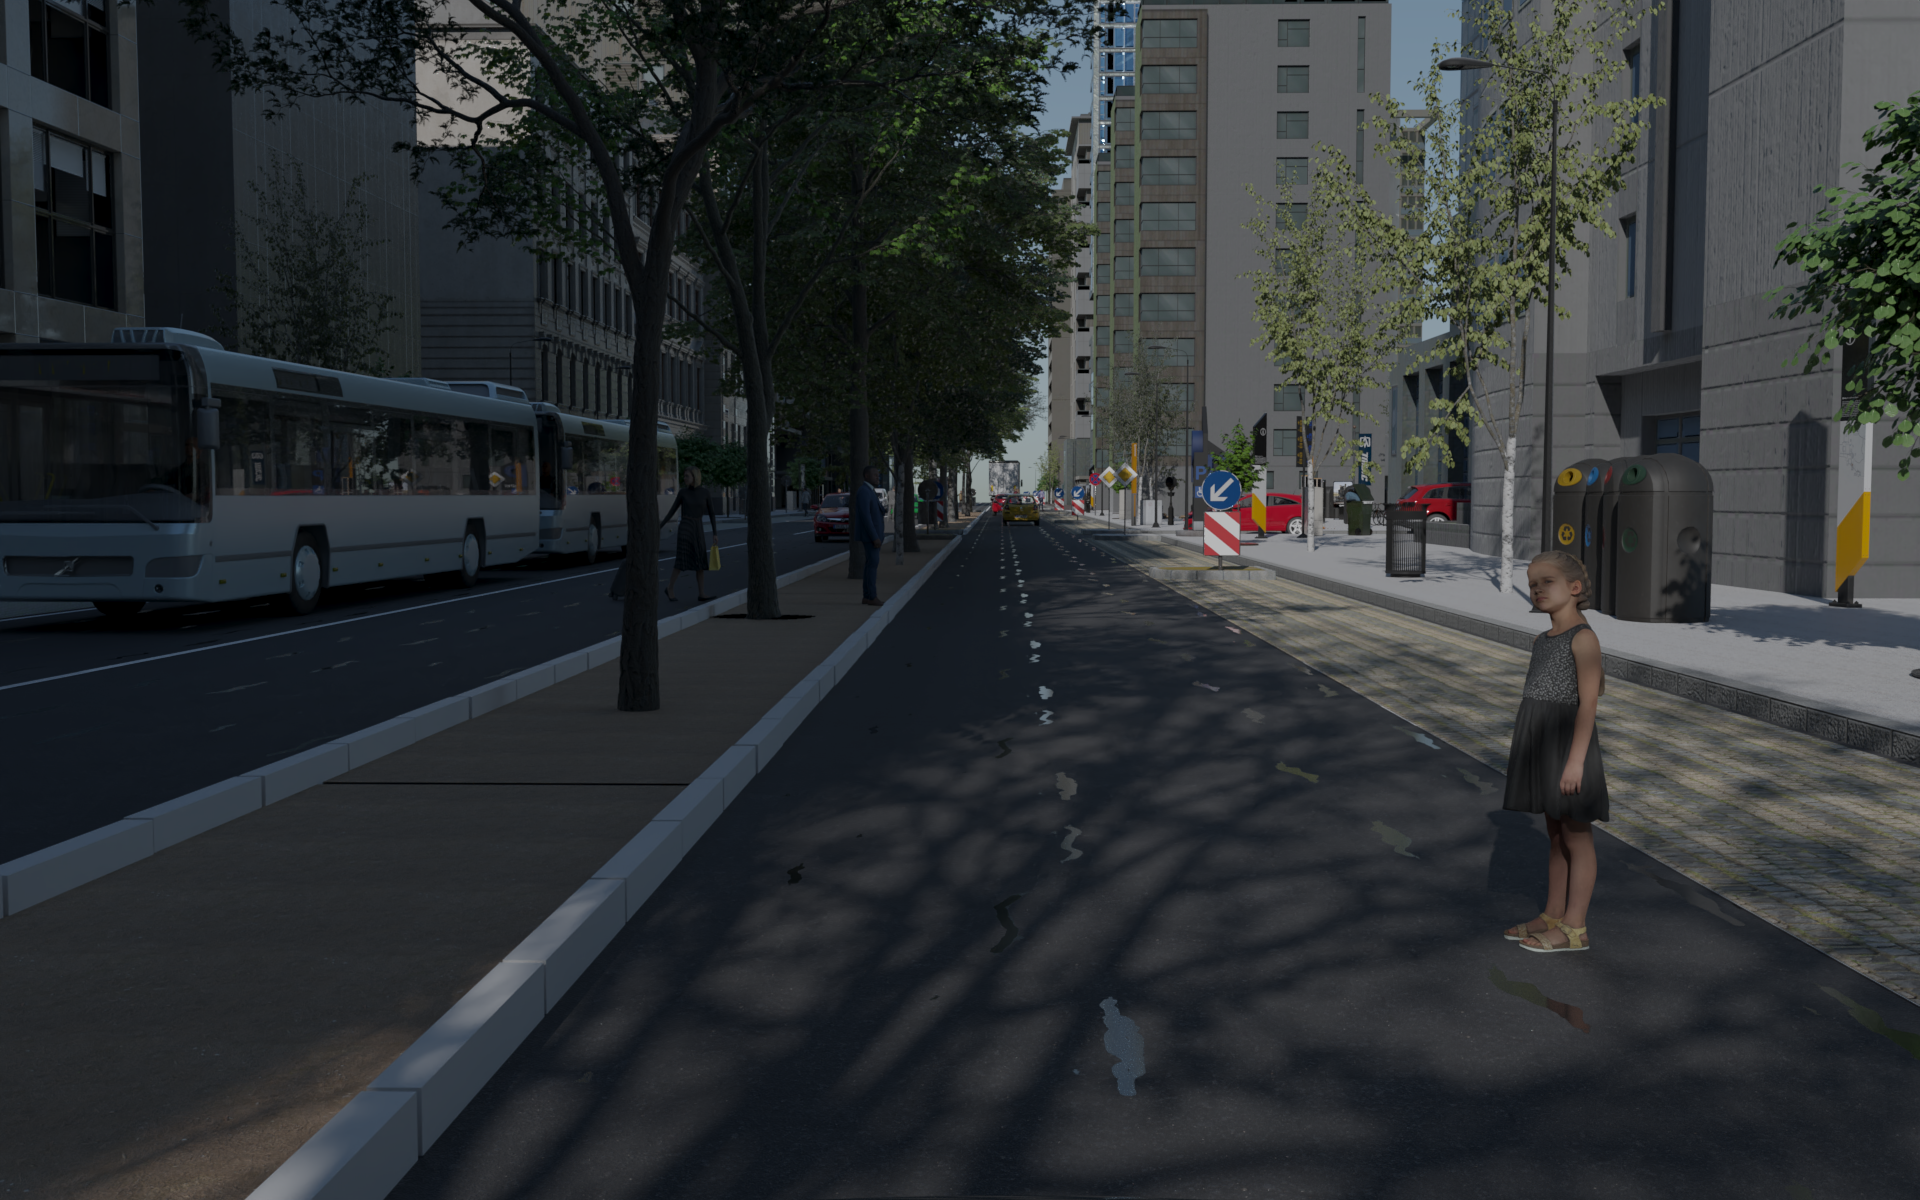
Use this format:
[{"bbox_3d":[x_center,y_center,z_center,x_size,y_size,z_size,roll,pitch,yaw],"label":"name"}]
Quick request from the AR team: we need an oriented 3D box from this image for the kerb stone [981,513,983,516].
[{"bbox_3d":[1.154,-4.890,102.148,0.120,0.150,1.000,0,4,1],"label":"kerb stone"}]

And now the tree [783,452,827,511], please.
[{"bbox_3d":[-11.796,-9.078,132.141,4.285,4.588,4.351,0,3,0],"label":"tree"}]

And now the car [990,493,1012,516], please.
[{"bbox_3d":[3.061,-6.474,114.895,2.155,1.783,4.494,0,4,3],"label":"car"}]

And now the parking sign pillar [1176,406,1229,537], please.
[{"bbox_3d":[7.299,-3.925,52.654,1.447,3.967,1.447,0,4,6],"label":"parking sign pillar"}]

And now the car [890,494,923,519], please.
[{"bbox_3d":[-3.074,-5.546,99.475,1.959,1.807,4.718,0,3,0],"label":"car"}]

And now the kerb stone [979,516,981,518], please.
[{"bbox_3d":[0.887,-4.199,90.881,0.120,0.150,1.000,0,4,1],"label":"kerb stone"}]

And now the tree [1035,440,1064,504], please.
[{"bbox_3d":[12.138,-17.176,231.183,4.737,8.622,4.395,0,3,0],"label":"tree"}]

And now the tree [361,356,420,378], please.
[{"bbox_3d":[-13.819,-3.531,41.444,4.285,4.588,4.351,0,3,0],"label":"tree"}]

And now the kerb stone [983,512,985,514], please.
[{"bbox_3d":[1.328,-5.326,109.316,0.120,0.150,1.000,0,4,1],"label":"kerb stone"}]

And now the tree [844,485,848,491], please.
[{"bbox_3d":[-11.251,-11.911,189.339,1.663,3.219,1.824,0,3,0],"label":"tree"}]

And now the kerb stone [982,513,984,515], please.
[{"bbox_3d":[1.207,-5.015,104.194,0.120,0.150,1.000,0,4,1],"label":"kerb stone"}]

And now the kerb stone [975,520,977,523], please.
[{"bbox_3d":[0.582,-3.448,78.576,0.120,0.150,1.000,0,4,1],"label":"kerb stone"}]

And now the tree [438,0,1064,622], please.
[{"bbox_3d":[-2.364,-5.590,19.613,9.928,11.665,9.643,0,3,0],"label":"tree"}]

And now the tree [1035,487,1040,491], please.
[{"bbox_3d":[13.304,-18.034,289.460,1.663,3.219,1.824,0,3,0],"label":"tree"}]

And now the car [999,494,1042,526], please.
[{"bbox_3d":[2.794,-4.245,79.623,2.015,1.641,3.980,0,4,1],"label":"car"}]

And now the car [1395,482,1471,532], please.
[{"bbox_3d":[17.014,-2.966,57.174,5.304,1.827,2.281,0,4,1],"label":"car"}]

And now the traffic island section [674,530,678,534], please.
[{"bbox_3d":[-11.150,-2.476,62.758,2.009,0.180,2.903,0,4,1],"label":"traffic island section"}]

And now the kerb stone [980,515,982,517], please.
[{"bbox_3d":[1.005,-4.513,96.011,0.120,0.150,1.000,0,4,1],"label":"kerb stone"}]

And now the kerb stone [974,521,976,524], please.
[{"bbox_3d":[0.508,-3.261,75.506,0.120,0.150,1.000,0,4,1],"label":"kerb stone"}]

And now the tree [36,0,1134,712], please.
[{"bbox_3d":[-2.156,-4.521,10.789,8.767,10.594,7.601,0,4,1],"label":"tree"}]

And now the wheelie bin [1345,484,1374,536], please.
[{"bbox_3d":[12.314,-2.789,53.516,0.980,1.594,0.693,-3,5,-42],"label":"wheelie bin"}]

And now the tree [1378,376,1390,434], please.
[{"bbox_3d":[24.554,-8.739,93.239,4.360,8.622,3.978,0,3,0],"label":"tree"}]

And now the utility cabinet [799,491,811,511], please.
[{"bbox_3d":[-11.320,-7.191,126.257,0.318,1.500,1.173,2,4,25],"label":"utility cabinet"}]

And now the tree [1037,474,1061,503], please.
[{"bbox_3d":[12.231,-15.540,237.784,4.285,4.588,4.351,0,3,0],"label":"tree"}]

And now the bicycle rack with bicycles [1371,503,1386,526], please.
[{"bbox_3d":[17.385,-3.471,70.129,2.925,0.926,2.852,-1,4,-10],"label":"bicycle rack with bicycles"}]

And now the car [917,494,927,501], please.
[{"bbox_3d":[-4.259,-11.166,194.365,2.131,1.459,4.920,0,4,1],"label":"car"}]

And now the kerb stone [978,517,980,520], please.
[{"bbox_3d":[0.806,-4.010,87.806,0.120,0.150,1.000,0,4,1],"label":"kerb stone"}]

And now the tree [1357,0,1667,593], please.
[{"bbox_3d":[6.985,-4.414,22.532,4.737,8.622,4.395,0,3,0],"label":"tree"}]

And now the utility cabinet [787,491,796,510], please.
[{"bbox_3d":[-13.144,-7.751,135.401,0.318,1.500,1.173,-2,4,-28],"label":"utility cabinet"}]

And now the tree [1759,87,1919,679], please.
[{"bbox_3d":[7.343,-1.721,11.846,4.285,4.588,4.351,0,3,0],"label":"tree"}]

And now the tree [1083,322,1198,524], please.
[{"bbox_3d":[7.620,-7.581,74.317,4.360,8.622,3.978,0,3,0],"label":"tree"}]

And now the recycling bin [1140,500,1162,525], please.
[{"bbox_3d":[7.877,-3.600,71.414,0.722,1.027,0.722,-1,4,-17],"label":"recycling bin"}]

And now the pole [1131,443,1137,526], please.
[{"bbox_3d":[6.979,-4.624,69.449,0.158,3.312,0.155,0,3,0],"label":"pole"}]

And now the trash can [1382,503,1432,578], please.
[{"bbox_3d":[6.874,-0.920,26.692,0.748,1.137,0.748,0,3,0],"label":"trash can"}]

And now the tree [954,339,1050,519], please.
[{"bbox_3d":[0.461,-12.045,109.770,12.009,13.543,11.850,0,3,0],"label":"tree"}]

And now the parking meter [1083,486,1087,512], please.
[{"bbox_3d":[9.106,-7.317,125.343,0.399,1.863,0.255,-2,4,-25],"label":"parking meter"}]

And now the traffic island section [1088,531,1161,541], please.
[{"bbox_3d":[5.194,-1.963,54.373,2.009,0.180,2.903,0,4,1],"label":"traffic island section"}]

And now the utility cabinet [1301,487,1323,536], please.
[{"bbox_3d":[10.853,-2.730,53.312,0.318,1.500,1.173,0,4,-7],"label":"utility cabinet"}]

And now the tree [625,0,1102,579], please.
[{"bbox_3d":[-1.583,-6.592,28.358,7.486,12.596,7.792,0,3,0],"label":"tree"}]

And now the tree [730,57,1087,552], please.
[{"bbox_3d":[-1.322,-8.137,42.145,9.857,13.997,8.962,0,3,0],"label":"tree"}]

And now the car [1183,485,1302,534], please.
[{"bbox_3d":[9.674,-2.977,57.711,4.494,1.783,2.155,0,4,2],"label":"car"}]

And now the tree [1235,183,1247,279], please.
[{"bbox_3d":[7.940,-5.373,38.211,4.737,8.622,4.395,0,3,0],"label":"tree"}]

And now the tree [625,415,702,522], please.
[{"bbox_3d":[-13.314,-5.288,70.174,4.285,4.588,4.351,0,3,0],"label":"tree"}]

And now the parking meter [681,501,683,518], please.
[{"bbox_3d":[-13.320,-4.611,83.806,0.372,1.533,0.369,0,3,0],"label":"parking meter"}]

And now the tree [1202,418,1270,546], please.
[{"bbox_3d":[7.071,-2.980,43.321,1.663,3.219,1.824,0,3,0],"label":"tree"}]

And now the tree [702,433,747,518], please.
[{"bbox_3d":[-12.751,-5.960,81.164,4.285,4.588,4.351,0,3,0],"label":"tree"}]

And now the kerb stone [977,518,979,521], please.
[{"bbox_3d":[0.727,-3.822,84.714,0.120,0.150,1.000,0,4,1],"label":"kerb stone"}]

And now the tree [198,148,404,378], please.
[{"bbox_3d":[-13.782,-5.297,36.971,4.360,8.622,3.978,0,3,0],"label":"tree"}]

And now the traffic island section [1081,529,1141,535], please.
[{"bbox_3d":[5.387,-2.451,62.355,2.009,0.180,2.903,0,4,1],"label":"traffic island section"}]

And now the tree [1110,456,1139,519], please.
[{"bbox_3d":[8.319,-5.762,88.817,1.663,3.219,1.824,0,3,0],"label":"tree"}]

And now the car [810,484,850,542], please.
[{"bbox_3d":[-3.460,-2.684,52.931,2.155,1.783,4.494,0,4,-1],"label":"car"}]

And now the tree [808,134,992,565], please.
[{"bbox_3d":[-1.246,-5.013,34.787,4.737,8.622,4.395,0,3,0],"label":"tree"}]

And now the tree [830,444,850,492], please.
[{"bbox_3d":[-10.527,-13.301,167.840,4.360,8.622,3.978,0,3,0],"label":"tree"}]

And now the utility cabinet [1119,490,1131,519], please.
[{"bbox_3d":[8.372,-4.804,87.232,0.318,1.500,1.173,2,4,28],"label":"utility cabinet"}]
